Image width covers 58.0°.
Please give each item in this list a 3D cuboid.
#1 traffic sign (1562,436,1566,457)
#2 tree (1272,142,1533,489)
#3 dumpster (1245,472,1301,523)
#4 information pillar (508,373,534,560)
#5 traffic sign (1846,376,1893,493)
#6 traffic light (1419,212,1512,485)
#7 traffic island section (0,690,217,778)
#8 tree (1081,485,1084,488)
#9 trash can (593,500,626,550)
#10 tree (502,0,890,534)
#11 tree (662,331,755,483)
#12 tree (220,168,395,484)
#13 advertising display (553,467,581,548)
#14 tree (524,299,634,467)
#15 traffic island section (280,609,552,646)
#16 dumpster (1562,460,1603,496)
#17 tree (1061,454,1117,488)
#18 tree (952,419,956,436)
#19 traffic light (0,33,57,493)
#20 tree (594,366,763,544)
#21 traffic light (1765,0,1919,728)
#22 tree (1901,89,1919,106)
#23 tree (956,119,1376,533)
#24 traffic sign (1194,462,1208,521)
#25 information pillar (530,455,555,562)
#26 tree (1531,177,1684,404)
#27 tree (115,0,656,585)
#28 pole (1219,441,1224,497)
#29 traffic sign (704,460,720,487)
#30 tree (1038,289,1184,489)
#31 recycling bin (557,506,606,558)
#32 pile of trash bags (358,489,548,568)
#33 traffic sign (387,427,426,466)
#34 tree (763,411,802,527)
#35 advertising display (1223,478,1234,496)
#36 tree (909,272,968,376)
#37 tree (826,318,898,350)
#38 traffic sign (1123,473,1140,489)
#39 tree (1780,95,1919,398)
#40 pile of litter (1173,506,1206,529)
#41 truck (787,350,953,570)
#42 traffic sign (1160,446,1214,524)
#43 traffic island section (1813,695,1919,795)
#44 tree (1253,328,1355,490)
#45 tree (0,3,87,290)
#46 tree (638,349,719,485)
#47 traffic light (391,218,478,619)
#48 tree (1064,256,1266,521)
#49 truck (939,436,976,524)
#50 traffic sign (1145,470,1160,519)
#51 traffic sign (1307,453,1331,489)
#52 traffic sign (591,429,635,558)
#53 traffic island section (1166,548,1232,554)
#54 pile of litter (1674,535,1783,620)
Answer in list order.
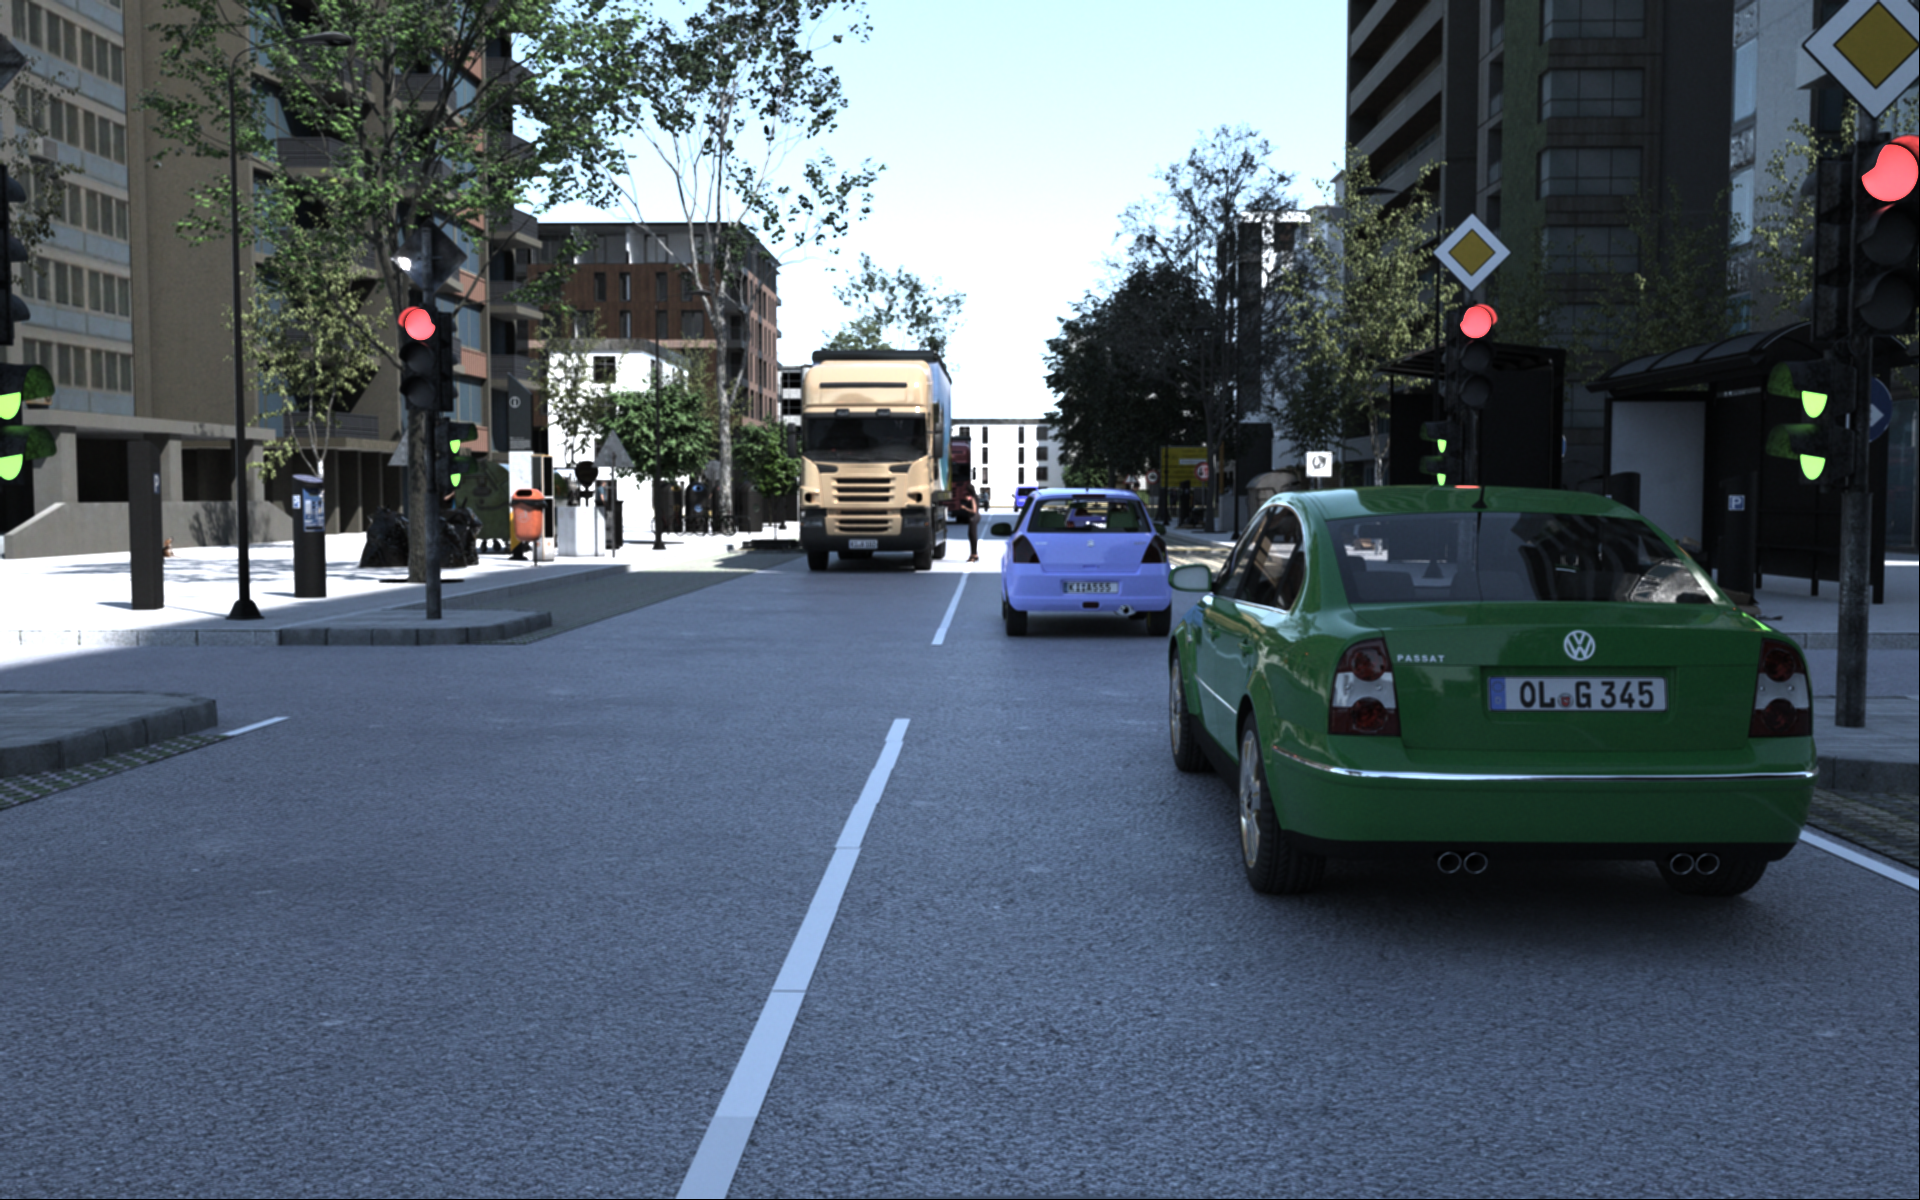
[{"bbox_3d":[10.830,-1.961,32.162,0.768,2.556,0.104,0,4,3],"label":"traffic sign"},{"bbox_3d":[8.696,-5.240,36.035,4.737,8.622,4.395,0,3,0],"label":"tree"},{"bbox_3d":[8.301,-2.450,45.815,1.264,1.857,1.865,0,4,1],"label":"dumpster"},{"bbox_3d":[-8.519,-2.583,33.589,0.504,3.616,0.183,1,4,9],"label":"information pillar"},{"bbox_3d":[9.367,-1.109,18.231,0.768,2.556,0.104,0,4,6],"label":"traffic sign"},{"bbox_3d":[5.091,-1.745,17.451,0.839,4.253,0.868,0,4,1],"label":"traffic light"},{"bbox_3d":[-5.613,0.762,9.830,2.009,0.180,2.903,0,4,1],"label":"traffic island section"},{"bbox_3d":[10.686,-9.003,141.802,1.663,3.219,1.824,0,3,0],"label":"tree"},{"bbox_3d":[-8.128,-1.744,40.173,0.748,1.137,0.748,0,3,0],"label":"trash can"},{"bbox_3d":[-8.360,-12.084,53.457,12.611,20.169,13.585,0,3,0],"label":"tree"},{"bbox_3d":[-11.641,-7.821,78.237,4.737,8.622,4.395,0,3,0],"label":"tree"},{"bbox_3d":[-14.671,-5.446,39.408,4.737,8.622,4.395,0,3,0],"label":"tree"},{"bbox_3d":[-9.472,-2.229,41.660,0.123,1.923,0.974,2,4,26],"label":"advertising display"},{"bbox_3d":[-14.742,-7.109,66.590,4.737,8.622,4.395,0,3,0],"label":"tree"},{"bbox_3d":[-5.428,0.273,17.813,2.009,0.180,2.903,0,4,1],"label":"traffic island section"},{"bbox_3d":[10.529,-1.515,30.531,1.264,1.857,1.865,0,4,1],"label":"dumpster"},{"bbox_3d":[10.660,-9.347,136.534,4.285,4.588,4.351,0,3,0],"label":"tree"},{"bbox_3d":[-4.770,-15.134,157.807,12.009,13.543,11.850,0,3,0],"label":"tree"},{"bbox_3d":[-5.573,-1.271,9.694,0.839,4.253,0.868,0,4,1],"label":"traffic light"},{"bbox_3d":[-7.844,-3.737,44.816,4.285,4.588,4.351,0,3,0],"label":"tree"},{"bbox_3d":[4.905,-1.257,9.468,0.839,4.253,0.868,0,4,1],"label":"traffic light"},{"bbox_3d":[15.824,-4.594,25.479,4.360,8.622,3.978,0,3,0],"label":"tree"},{"bbox_3d":[8.368,-8.955,56.778,12.009,13.543,11.850,0,3,0],"label":"tree"},{"bbox_3d":[9.670,-4.200,68.769,0.768,2.556,0.104,0,4,7],"label":"traffic sign"},{"bbox_3d":[-7.881,-1.727,32.721,0.304,2.012,0.304,2,4,31],"label":"information pillar"},{"bbox_3d":[16.184,-5.448,39.434,4.737,8.622,4.395,0,3,0],"label":"tree"},{"bbox_3d":[-7.958,-6.056,24.768,9.928,11.665,9.643,0,3,0],"label":"tree"},{"bbox_3d":[10.027,-4.441,66.448,0.158,3.312,0.155,0,3,0],"label":"pole"},{"bbox_3d":[-9.146,-3.926,64.297,0.768,2.556,0.104,0,4,4],"label":"traffic sign"},{"bbox_3d":[9.620,-12.312,107.953,9.857,13.997,8.962,0,3,0],"label":"tree"},{"bbox_3d":[-7.745,-1.399,35.428,0.722,1.027,0.722,3,5,42],"label":"recycling bin"},{"bbox_3d":[-8.947,-1.283,30.724,3.447,1.369,1.912,1,4,12],"label":"pile of trash bags"},{"bbox_3d":[-10.305,-1.986,32.473,0.884,2.594,0.081,0,4,5],"label":"traffic sign"},{"bbox_3d":[-7.519,-5.166,68.180,4.285,4.588,4.351,0,3,0],"label":"tree"},{"bbox_3d":[10.749,-3.958,69.923,0.123,1.923,0.974,3,4,38],"label":"advertising display"},{"bbox_3d":[-5.372,-17.064,134.888,12.611,20.169,13.585,0,3,0],"label":"tree"},{"bbox_3d":[-6.586,-11.876,112.292,7.486,12.596,7.792,0,3,0],"label":"tree"},{"bbox_3d":[8.876,-5.494,89.823,0.884,2.594,0.081,1,4,9],"label":"traffic sign"},{"bbox_3d":[16.428,-4.974,31.693,4.737,8.622,4.395,0,3,0],"label":"tree"},{"bbox_3d":[8.660,-3.028,63.470,1.176,0.858,1.719,-3,5,-44],"label":"pile of litter"},{"bbox_3d":[-1.586,-2.879,35.980,2.839,4.237,11.283,0,4,2],"label":"truck"},{"bbox_3d":[9.642,-4.880,73.664,2.265,3.308,0.079,0,4,3],"label":"traffic sign"},{"bbox_3d":[4.945,0.777,9.581,2.009,0.180,2.903,0,4,1],"label":"traffic island section"},{"bbox_3d":[14.843,-7.545,73.718,4.360,8.622,3.978,0,3,0],"label":"tree"},{"bbox_3d":[-15.018,-4.592,25.444,4.360,8.622,3.978,0,3,0],"label":"tree"},{"bbox_3d":[-14.306,-8.360,87.055,4.360,8.622,3.978,0,3,0],"label":"tree"},{"bbox_3d":[-5.388,-1.759,17.677,0.839,4.253,0.868,0,4,1],"label":"traffic light"},{"bbox_3d":[9.716,-10.125,82.551,9.611,12.733,9.660,0,3,0],"label":"tree"},{"bbox_3d":[-0.687,-5.951,86.212,2.839,4.237,11.283,0,4,0],"label":"truck"},{"bbox_3d":[10.035,-5.513,90.235,0.768,2.556,0.104,0,4,6],"label":"traffic sign"},{"bbox_3d":[8.744,-2.454,42.260,0.606,2.300,0.079,0,4,6],"label":"traffic sign"},{"bbox_3d":[-6.947,-2.121,34.675,0.884,2.594,0.081,0,4,4],"label":"traffic sign"},{"bbox_3d":[5.700,-1.184,42.222,1.991,0.108,1.994,0,4,1],"label":"traffic island section"},{"bbox_3d":[7.575,-0.224,17.622,1.719,0.858,1.176,0,4,-1],"label":"pile of litter"}]
